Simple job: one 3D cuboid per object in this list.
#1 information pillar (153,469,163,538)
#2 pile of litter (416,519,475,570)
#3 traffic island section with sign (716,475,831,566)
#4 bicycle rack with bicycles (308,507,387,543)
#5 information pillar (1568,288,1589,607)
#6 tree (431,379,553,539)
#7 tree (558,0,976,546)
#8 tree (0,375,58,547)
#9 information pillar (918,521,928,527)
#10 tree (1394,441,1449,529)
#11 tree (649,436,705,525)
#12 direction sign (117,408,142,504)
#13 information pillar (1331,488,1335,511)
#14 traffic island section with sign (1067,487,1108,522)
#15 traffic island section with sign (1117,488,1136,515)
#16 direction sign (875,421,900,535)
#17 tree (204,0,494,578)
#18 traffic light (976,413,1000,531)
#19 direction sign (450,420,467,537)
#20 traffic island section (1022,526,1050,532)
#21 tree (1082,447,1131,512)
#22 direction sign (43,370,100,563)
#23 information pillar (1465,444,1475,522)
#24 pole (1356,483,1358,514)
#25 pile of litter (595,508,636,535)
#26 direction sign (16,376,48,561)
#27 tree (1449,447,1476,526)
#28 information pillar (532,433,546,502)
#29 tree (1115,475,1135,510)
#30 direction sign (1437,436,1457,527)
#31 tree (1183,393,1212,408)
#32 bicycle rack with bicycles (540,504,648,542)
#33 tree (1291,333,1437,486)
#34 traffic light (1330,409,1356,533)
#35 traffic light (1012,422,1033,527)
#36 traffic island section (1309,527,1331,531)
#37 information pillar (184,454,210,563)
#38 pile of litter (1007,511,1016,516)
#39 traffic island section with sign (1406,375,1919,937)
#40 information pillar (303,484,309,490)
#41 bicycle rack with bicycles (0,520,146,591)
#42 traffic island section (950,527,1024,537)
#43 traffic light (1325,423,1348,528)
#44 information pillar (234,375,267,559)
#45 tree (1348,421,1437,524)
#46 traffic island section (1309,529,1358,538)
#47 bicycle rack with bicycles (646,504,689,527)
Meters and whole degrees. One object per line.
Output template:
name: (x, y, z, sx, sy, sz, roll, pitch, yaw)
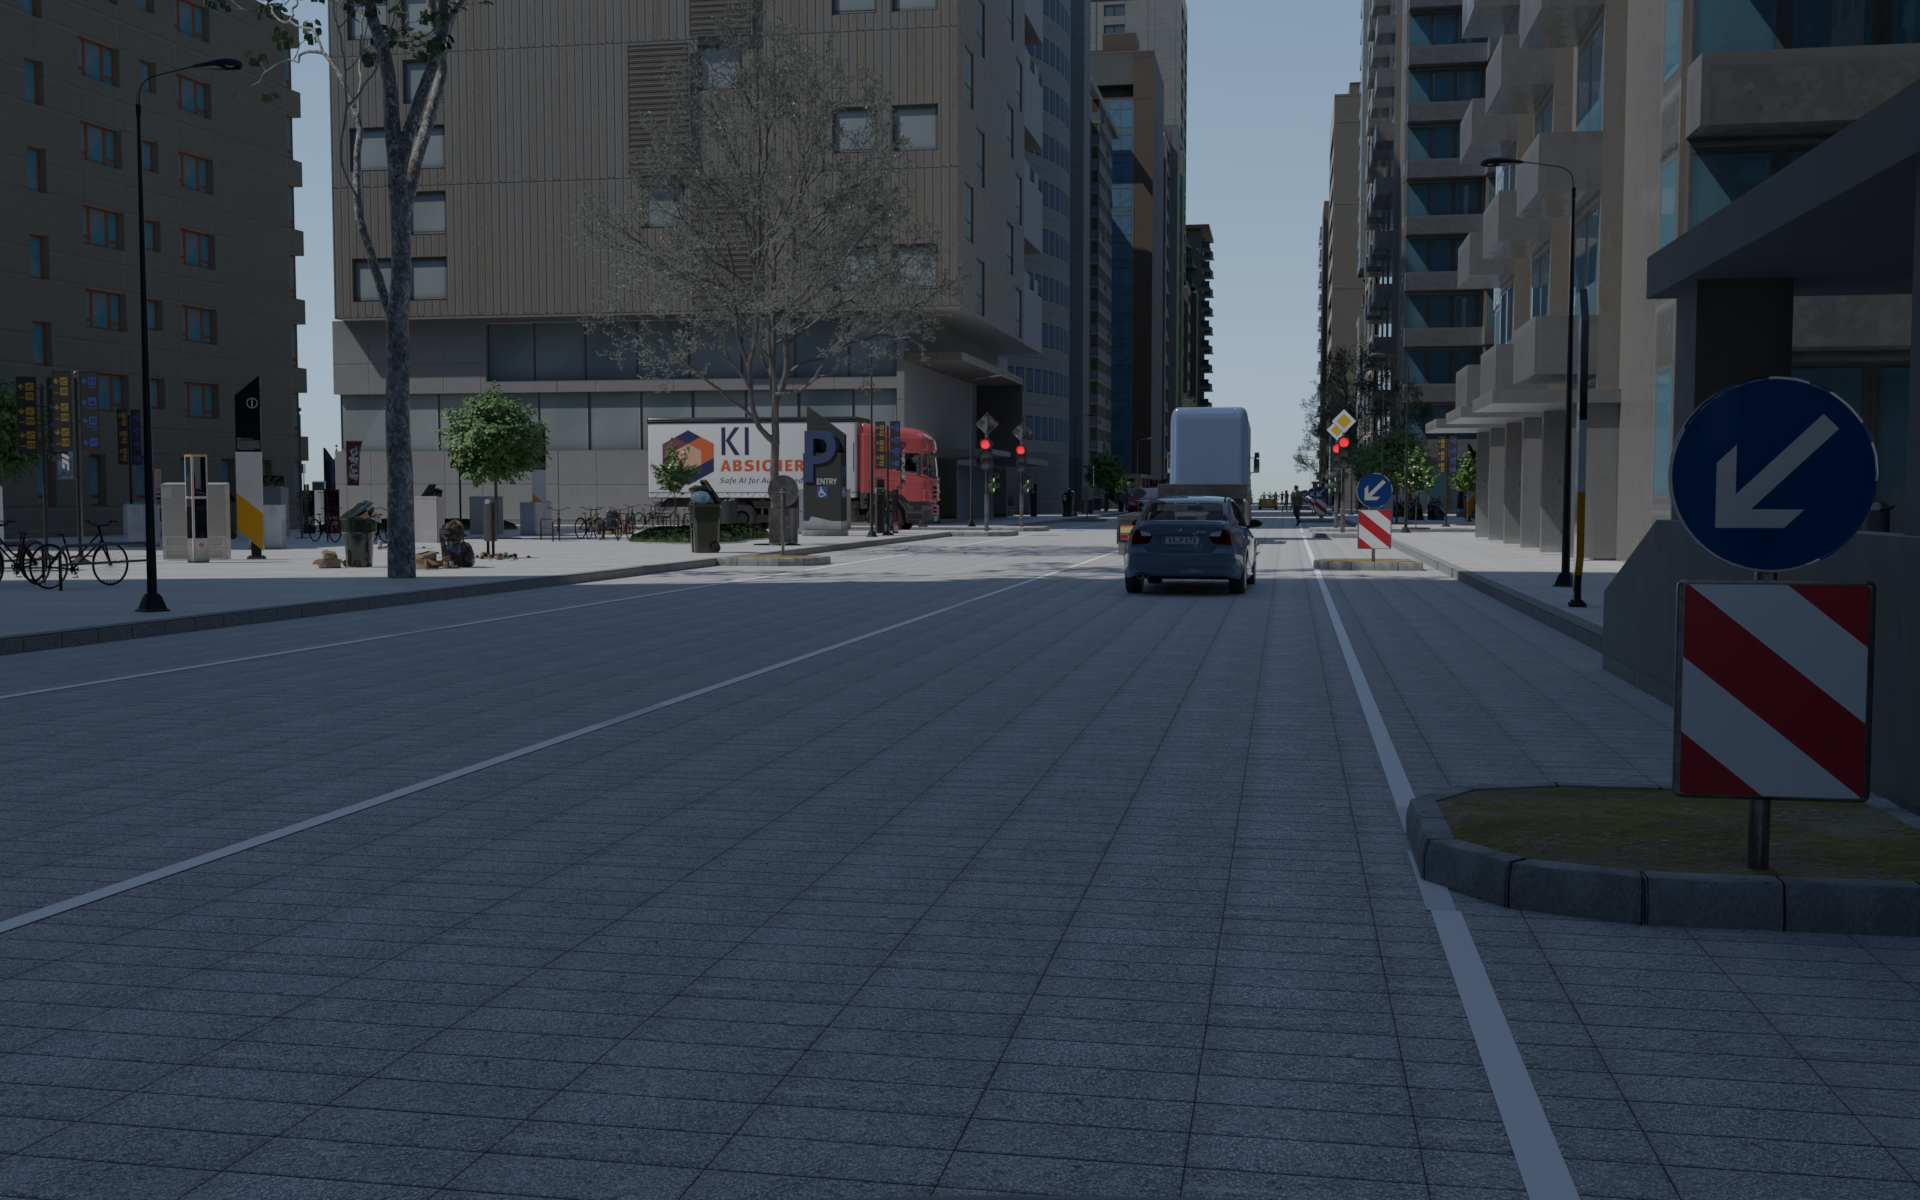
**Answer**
information pillar: (-23.691, -2.839, 50.914, 0.304, 2.012, 0.304, 1, 4, 8)
pile of litter: (-9.075, -0.985, 30.076, 1.176, 0.858, 1.719, 1, 4, 19)
traffic island section with sign: (-3.720, -1.633, 35.326, 1.989, 1.847, 2.006, 1, 4, 11)
bicycle rack with bicycles: (-15.724, -2.014, 46.314, 2.852, 0.926, 2.925, -3, 5, -44)
information pillar: (7.025, -1.727, 19.588, 0.183, 3.616, 0.504, 1, 4, 16)
tree: (-13.390, -4.026, 49.540, 4.285, 4.588, 4.351, 0, 3, 0)
tree: (-4.711, -8.102, 42.831, 12.009, 13.543, 11.850, 0, 3, 0)
tree: (-23.825, -3.582, 42.276, 4.285, 4.588, 4.351, 0, 3, 0)
information pillar: (-1.385, -4.652, 67.419, 0.504, 3.616, 0.183, 2, 4, 35)
tree: (16.725, -4.236, 63.866, 1.663, 3.219, 1.824, 0, 3, 0)
tree: (-9.699, -3.887, 58.151, 1.663, 3.219, 1.824, 0, 3, 0)
direction sign: (-22.115, -3.314, 46.173, 0.379, 3.537, 0.876, 1, 4, 12)
information pillar: (27.781, -7.584, 128.490, 0.304, 2.012, 0.304, -3, 5, -44)
traffic island section with sign: (6.643, -4.983, 90.093, 1.989, 1.847, 2.006, 1, 4, 11)
traffic island section with sign: (11.656, -6.603, 116.579, 1.989, 1.847, 2.006, 1, 4, 11)
direction sign: (-2.245, -3.783, 53.857, 0.876, 3.537, 0.379, 2, 4, 28)
tree: (-7.504, -10.464, 26.978, 12.611, 20.169, 13.585, 0, 3, 0)
traffic light: (0.935, -4.325, 59.636, 0.839, 4.253, 0.868, 1, 4, 11)
direction sign: (-15.091, -3.686, 52.262, 0.379, 3.537, 0.876, 1, 4, 20)
traffic island section: (2.383, -2.773, 67.624, 2.009, 0.180, 2.903, 1, 4, 11)
tree: (10.330, -8.447, 121.825, 4.285, 4.588, 4.351, 0, 3, 0)
direction sign: (-16.220, -2.436, 31.833, 0.876, 3.537, 0.379, 0, 4, 5)
information pillar: (23.727, -5.450, 80.465, 0.504, 3.616, 0.183, -3, 4, -39)
pole: (25.354, -7.124, 110.325, 0.158, 3.312, 0.155, 0, 3, 0)
pile of litter: (-10.857, -2.513, 55.057, 1.719, 0.858, 1.176, -2, 4, -32)
direction sign: (-17.715, -2.538, 33.494, 0.876, 3.537, 0.379, -1, 4, -16)
tree: (20.865, -4.656, 70.720, 1.663, 3.219, 1.824, 0, 3, 0)
information pillar: (-14.333, -4.139, 59.024, 0.504, 3.616, 0.183, -2, 4, -24)
tree: (12.872, -8.778, 138.116, 1.663, 3.219, 1.824, 0, 3, 0)
direction sign: (19.087, -4.642, 67.893, 0.379, 3.537, 0.876, -3, 4, -39)
tree: (28.279, -18.968, 216.777, 9.857, 13.997, 8.962, 0, 3, 0)
bicycle rack with bicycles: (-10.465, -2.119, 48.031, 2.852, 0.926, 2.925, -1, 4, -23)
tree: (23.383, -10.105, 99.633, 8.767, 10.594, 7.601, 2, 4, 24)
traffic light: (12.692, -4.191, 57.435, 0.839, 4.253, 0.868, 1, 4, 11)
traffic light: (2.420, -4.805, 67.482, 0.839, 4.253, 0.868, 1, 4, 11)
traffic island section: (14.214, -2.637, 65.388, 2.009, 0.180, 2.903, 1, 4, 11)
information pillar: (-14.228, -1.701, 32.300, 0.304, 2.012, 0.304, 3, 5, 42)
pile of litter: (2.681, -5.261, 99.974, 1.176, 0.858, 1.719, 3, 5, 40)
traffic island section with sign: (2.770, 0.123, 6.617, 1.989, 1.847, 2.006, 1, 4, 11)
information pillar: (-48.187, -7.535, 127.691, 0.304, 2.012, 0.304, 1, 4, 22)
bicycle rack with bicycles: (-12.750, -0.640, 23.852, 2.852, 0.926, 2.925, 1, 4, 14)
traffic island section: (0.898, -2.293, 59.778, 2.009, 0.180, 2.903, 1, 4, 11)
traffic light: (14.177, -4.670, 65.282, 0.839, 4.253, 0.868, 1, 4, 11)
information pillar: (-13.971, -2.613, 34.077, 0.504, 3.616, 0.183, -1, 4, -14)
tree: (19.207, -5.629, 75.748, 4.285, 4.588, 4.351, 0, 3, 0)
traffic island section: (12.729, -2.157, 57.542, 2.009, 0.180, 2.903, 1, 4, 11)
bicycle rack with bicycles: (-11.126, -2.950, 61.620, 2.852, 0.926, 2.925, -2, 4, -32)
